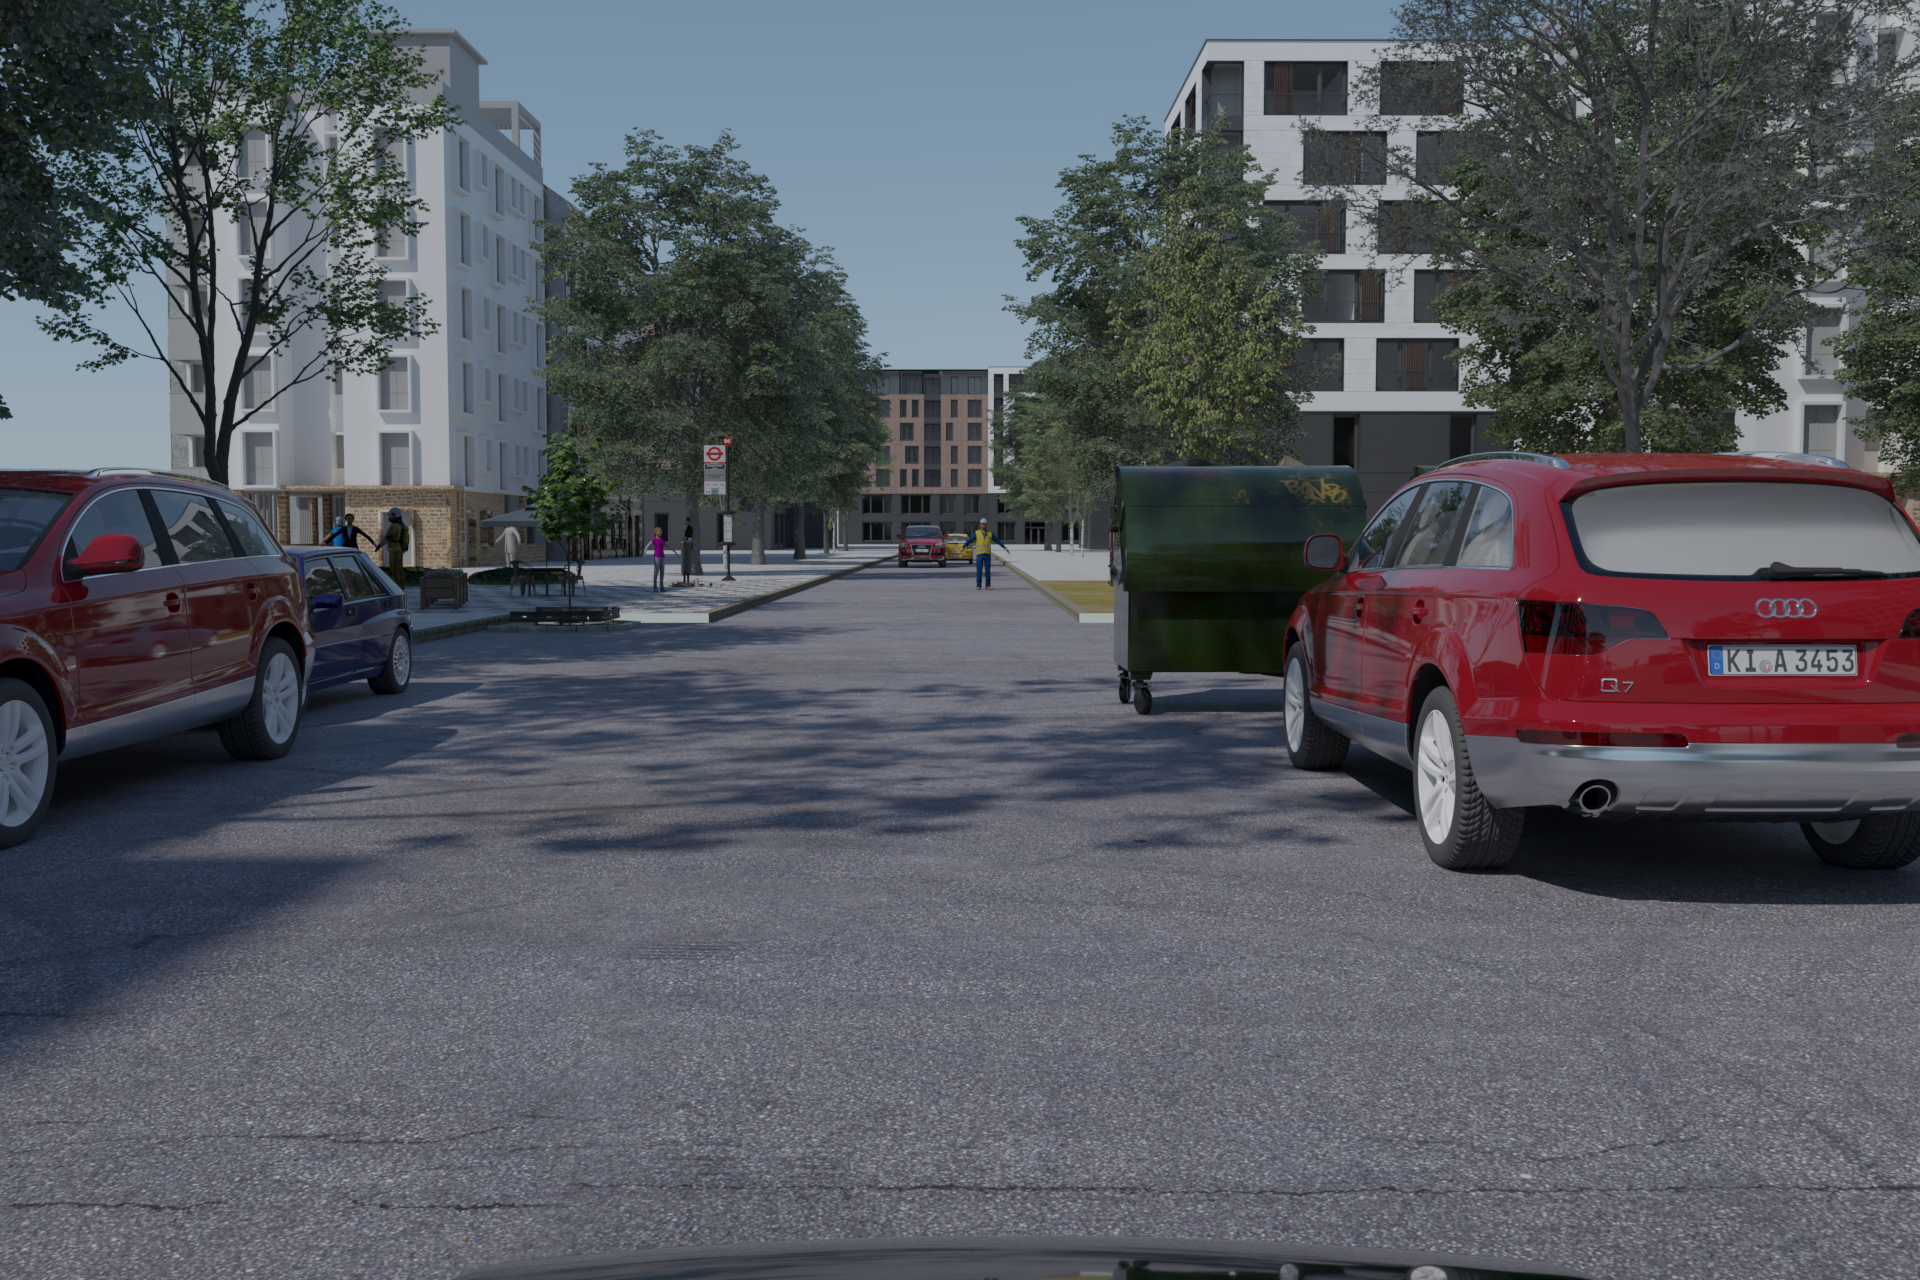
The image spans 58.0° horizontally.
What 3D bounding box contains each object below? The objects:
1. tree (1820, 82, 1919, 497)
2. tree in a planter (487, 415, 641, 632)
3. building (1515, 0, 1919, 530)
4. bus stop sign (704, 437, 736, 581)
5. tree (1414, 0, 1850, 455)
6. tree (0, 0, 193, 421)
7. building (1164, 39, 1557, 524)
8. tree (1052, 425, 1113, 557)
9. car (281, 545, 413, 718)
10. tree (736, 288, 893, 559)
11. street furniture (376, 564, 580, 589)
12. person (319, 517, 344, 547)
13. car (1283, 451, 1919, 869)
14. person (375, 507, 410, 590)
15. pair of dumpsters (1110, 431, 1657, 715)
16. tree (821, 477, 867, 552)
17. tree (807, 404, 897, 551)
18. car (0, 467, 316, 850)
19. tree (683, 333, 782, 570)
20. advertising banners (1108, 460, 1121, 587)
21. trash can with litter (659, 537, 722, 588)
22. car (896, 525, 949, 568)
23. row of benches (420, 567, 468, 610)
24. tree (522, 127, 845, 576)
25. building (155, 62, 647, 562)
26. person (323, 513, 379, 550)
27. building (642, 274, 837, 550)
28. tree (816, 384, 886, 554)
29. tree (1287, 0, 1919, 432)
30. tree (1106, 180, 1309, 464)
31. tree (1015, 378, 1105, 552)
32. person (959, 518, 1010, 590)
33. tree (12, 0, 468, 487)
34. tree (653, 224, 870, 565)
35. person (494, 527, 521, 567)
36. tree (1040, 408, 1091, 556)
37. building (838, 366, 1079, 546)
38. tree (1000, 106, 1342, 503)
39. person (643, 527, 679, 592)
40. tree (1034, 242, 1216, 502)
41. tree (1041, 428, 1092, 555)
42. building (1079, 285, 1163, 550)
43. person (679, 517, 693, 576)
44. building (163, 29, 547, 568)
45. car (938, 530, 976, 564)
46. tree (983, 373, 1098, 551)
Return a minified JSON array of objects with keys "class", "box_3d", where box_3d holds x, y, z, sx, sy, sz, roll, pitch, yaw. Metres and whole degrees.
[{"class":"tree","box_3d":[26.492,-8.352,43.209,9.857,13.997,8.962,0,3,0]},{"class":"tree in a planter","box_3d":[-5.919,-1.770,26.158,1.991,3.239,1.994,0,3,0]},{"class":"building","box_3d":[26.101,-12.675,63.650,16.016,20.090,11.380,0,4,0]},{"class":"bus stop sign","box_3d":[-6.573,-3.595,47.476,0.855,3.939,0.416,0,4,0]},{"class":"tree","box_3d":[14.793,-8.087,38.881,9.857,13.997,8.962,0,3,0]},{"class":"tree","box_3d":[-12.048,-6.718,16.503,9.857,13.997,8.962,0,3,0]},{"class":"building","box_3d":[24.004,-14.941,88.262,27.936,21.610,32.646,0,4,0]},{"class":"tree","box_3d":[6.558,-8.818,94.532,4.360,8.622,3.978,0,3,0]},{"class":"car","box_3d":[-5.864,-0.102,14.255,1.945,1.354,3.894,0,3,0]},{"class":"tree","box_3d":[-8.141,-11.127,88.588,9.857,13.997,8.962,0,3,0]},{"class":"street furniture","box_3d":[-15.003,-1.737,44.027,10.072,0.657,5.734,2,4,26]},{"class":"person","box_3d":[-19.145,-2.892,53.418,1.347,1.817,0.704,1,4,18]},{"class":"car","box_3d":[3.043,-0.017,8.943,2.281,1.827,5.304,0,3,0]},{"class":"person","box_3d":[-12.116,-1.919,37.139,0.705,1.858,1.354,1,4,9]},{"class":"pair of dumpsters","box_3d":[3.444,-0.568,14.245,4.436,2.255,1.574,0,4,-1]},{"class":"tree","box_3d":[-8.577,-10.406,120.498,4.737,8.622,4.395,0,3,0]},{"class":"tree","box_3d":[-8.492,-12.448,129.282,9.928,11.665,9.643,0,3,0]},{"class":"car","box_3d":[-5.318,-0.052,9.526,2.281,1.827,5.304,0,4,0]},{"class":"tree","box_3d":[-8.707,-6.848,62.324,4.360,8.622,3.978,0,3,0]},{"class":"advertising banners","box_3d":[3.740,-2.791,41.814,0.090,3.025,2.074,0,4,-2]},{"class":"trash can with litter","box_3d":[-6.554,-1.926,42.552,1.678,1.210,2.233,0,4,1]},{"class":"car","box_3d":[-1.604,-4.058,75.025,2.281,1.827,5.304,0,4,0]},{"class":"row of benches","box_3d":[-9.289,-0.965,31.239,1.422,0.672,4.104,-1,4,-13]},{"class":"tree","box_3d":[-8.421,-8.974,53.387,9.857,13.997,8.962,0,3,0]},{"class":"building","box_3d":[-27.365,-15.794,89.168,19.493,23.208,18.063,0,4,1]},{"class":"person","box_3d":[-13.445,-1.924,38.172,1.216,1.740,0.721,-1,4,-14]},{"class":"building","box_3d":[-25.692,-18.873,152.544,27.936,21.610,32.646,0,4,-1]},{"class":"tree","box_3d":[-8.625,-11.370,111.654,9.928,11.665,9.643,0,3,0]},{"class":"tree","box_3d":[10.060,-7.046,25.580,12.009,13.543,11.850,0,3,0]},{"class":"tree","box_3d":[4.985,-5.248,36.175,4.737,8.622,4.395,0,3,0]},{"class":"tree","box_3d":[7.237,-12.409,121.013,7.486,12.596,7.792,0,3,0]},{"class":"person","box_3d":[0.613,-2.202,44.431,1.349,1.833,0.705,-1,4,-10]},{"class":"tree","box_3d":[-11.814,-6.221,27.474,9.928,11.665,9.643,0,3,0]},{"class":"tree","box_3d":[-8.505,-10.102,71.831,9.857,13.997,8.962,0,3,0]},{"class":"person","box_3d":[-15.354,-3.231,59.017,1.347,1.806,0.705,3,4,37]},{"class":"tree","box_3d":[6.376,-9.246,101.529,4.360,8.622,3.978,0,3,0]},{"class":"building","box_3d":[1.272,-23.063,223.507,32.646,21.610,27.936,0,3,0]},{"class":"tree","box_3d":[6.276,-8.841,51.206,9.857,13.997,8.962,0,3,0]},{"class":"person","box_3d":[-6.623,-1.777,38.317,0.599,1.433,0.991,3,5,42]},{"class":"tree","box_3d":[6.668,-9.172,68.091,7.486,12.596,7.792,0,3,0]},{"class":"tree","box_3d":[6.699,-9.608,107.456,4.360,8.622,3.978,0,3,0]},{"class":"building","box_3d":[24.680,-19.238,158.513,27.936,21.610,32.646,0,3,0]},{"class":"person","box_3d":[-8.432,-2.902,53.665,0.704,1.802,1.346,0,4,4]},{"class":"building","box_3d":[-23.910,-12.840,66.354,16.016,20.090,11.380,0,3,0]},{"class":"car","box_3d":[-0.201,-4.498,83.773,2.015,1.641,3.980,0,4,0]},{"class":"tree","box_3d":[6.593,-13.729,131.124,9.857,13.997,8.962,0,3,0]}]
